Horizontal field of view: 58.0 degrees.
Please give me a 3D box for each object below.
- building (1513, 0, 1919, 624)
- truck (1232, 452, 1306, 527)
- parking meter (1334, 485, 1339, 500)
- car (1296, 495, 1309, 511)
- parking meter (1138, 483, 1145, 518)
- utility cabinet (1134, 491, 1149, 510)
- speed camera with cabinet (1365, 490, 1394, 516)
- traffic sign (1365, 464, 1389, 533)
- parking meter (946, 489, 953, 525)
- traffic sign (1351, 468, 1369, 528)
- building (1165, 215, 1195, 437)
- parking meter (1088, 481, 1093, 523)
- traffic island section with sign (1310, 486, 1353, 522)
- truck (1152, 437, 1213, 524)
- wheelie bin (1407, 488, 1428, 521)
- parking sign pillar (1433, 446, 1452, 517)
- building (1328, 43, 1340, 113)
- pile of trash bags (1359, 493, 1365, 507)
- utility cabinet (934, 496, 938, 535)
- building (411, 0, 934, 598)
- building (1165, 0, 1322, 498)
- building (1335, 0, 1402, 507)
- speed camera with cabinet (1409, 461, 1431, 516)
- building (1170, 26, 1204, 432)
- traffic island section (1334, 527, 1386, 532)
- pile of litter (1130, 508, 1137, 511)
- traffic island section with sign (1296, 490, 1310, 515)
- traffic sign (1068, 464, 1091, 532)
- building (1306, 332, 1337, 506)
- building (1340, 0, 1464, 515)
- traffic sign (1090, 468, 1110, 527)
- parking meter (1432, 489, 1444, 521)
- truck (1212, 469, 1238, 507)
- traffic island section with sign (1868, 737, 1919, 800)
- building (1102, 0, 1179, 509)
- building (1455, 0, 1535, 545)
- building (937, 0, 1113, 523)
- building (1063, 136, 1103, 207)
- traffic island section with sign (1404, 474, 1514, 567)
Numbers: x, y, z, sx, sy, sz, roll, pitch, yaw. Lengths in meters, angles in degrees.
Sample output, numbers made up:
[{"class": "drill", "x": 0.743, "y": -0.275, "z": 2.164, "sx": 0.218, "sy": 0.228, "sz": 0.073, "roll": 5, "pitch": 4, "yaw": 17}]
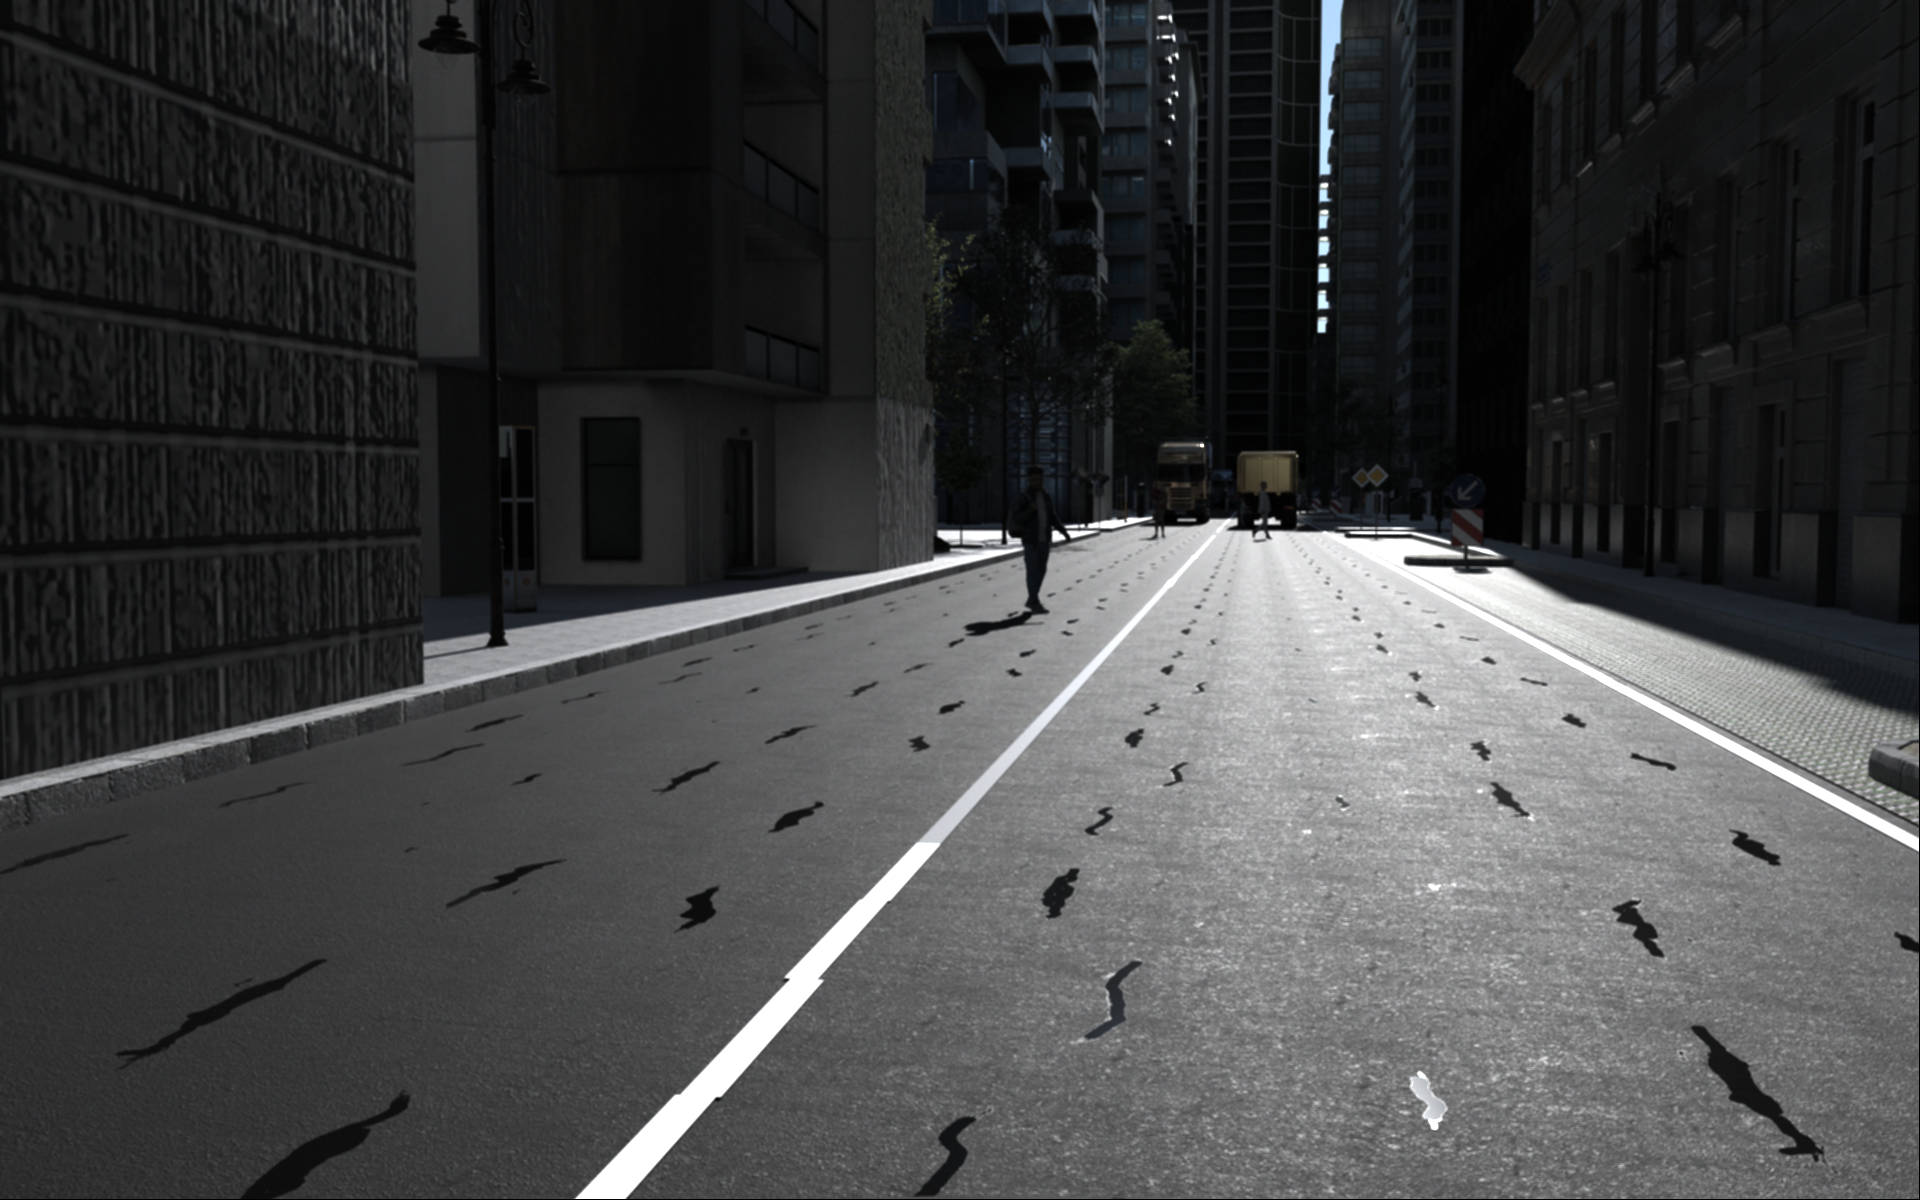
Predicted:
[{"class": "building", "x": 16.840, "y": -14.067, "z": 27.262, "sx": 12.463, "sy": 27.353, "sz": 25.104, "roll": 1, "pitch": 4, "yaw": 10}, {"class": "truck", "x": 13.877, "y": -5.020, "z": 77.996, "sx": 3.469, "sy": 3.379, "sz": 9.791, "roll": 1, "pitch": 4, "yaw": 10}, {"class": "parking meter", "x": 25.112, "y": -6.712, "z": 115.451, "sx": 0.255, "sy": 1.863, "sz": 0.399, "roll": 0, "pitch": 4, "yaw": 5}, {"class": "car", "x": 29.557, "y": -8.525, "z": 151.750, "sx": 2.083, "sy": 1.381, "sz": 4.827, "roll": 0, "pitch": 4, "yaw": 8}, {"class": "parking meter", "x": 9.756, "y": -5.348, "z": 93.155, "sx": 0.255, "sy": 1.863, "sz": 0.399, "roll": 1, "pitch": 4, "yaw": 23}, {"class": "utility cabinet", "x": 14.046, "y": -7.671, "z": 134.092, "sx": 1.173, "sy": 1.500, "sz": 0.318, "roll": -1, "pitch": 4, "yaw": -21}, {"class": "speed camera with cabinet", "x": 24.829, "y": -6.611, "z": 102.426, "sx": 2.038, "sy": 3.252, "sz": 0.660, "roll": -3, "pitch": 4, "yaw": -38}, {"class": "traffic sign", "x": 13.758, "y": -3.275, "z": 57.189, "sx": 0.795, "sy": 2.450, "sz": 0.064, "roll": 1, "pitch": 4, "yaw": 10}, {"class": "parking meter", "x": -0.431, "y": -4.088, "z": 72.543, "sx": 0.255, "sy": 1.863, "sz": 0.399, "roll": 0, "pitch": 4, "yaw": 3}, {"class": "traffic sign", "x": 15.089, "y": -3.757, "z": 65.063, "sx": 0.795, "sy": 2.450, "sz": 0.064, "roll": 1, "pitch": 4, "yaw": 10}, {"class": "building", "x": 16.848, "y": -24.923, "z": 179.195, "sx": 14.160, "sy": 30.474, "sz": 14.107, "roll": 1, "pitch": 4, "yaw": 10}, {"class": "parking meter", "x": 5.689, "y": -4.280, "z": 75.684, "sx": 0.255, "sy": 1.863, "sz": 0.399, "roll": 0, "pitch": 4, "yaw": 1}, {"class": "traffic island section with sign", "x": 19.234, "y": -4.940, "z": 89.389, "sx": 1.989, "sy": 1.847, "sz": 2.006, "roll": 1, "pitch": 4, "yaw": 10}, {"class": "truck", "x": 11.391, "y": -6.038, "z": 87.629, "sx": 2.839, "sy": 4.237, "sz": 11.283, "roll": 1, "pitch": 4, "yaw": 10}, {"class": "wheelie bin", "x": 22.023, "y": -4.621, "z": 83.456, "sx": 0.980, "sy": 1.594, "sz": 0.693, "roll": 1, "pitch": 4, "yaw": 17}, {"class": "parking sign pillar", "x": 27.003, "y": -6.575, "z": 95.968, "sx": 1.447, "sy": 3.967, "sz": 1.447, "roll": 1, "pitch": 4, "yaw": 21}, {"class": "building", "x": 47.129, "y": -33.523, "z": 167.707, "sx": 23.786, "sy": 49.044, "sz": 30.456, "roll": 1, "pitch": 4, "yaw": 10}, {"class": "pile of trash bags", "x": 30.644, "y": -7.690, "z": 135.486, "sx": 3.447, "sy": 1.369, "sz": 1.912, "roll": -3, "pitch": 5, "yaw": -42}, {"class": "utility cabinet", "x": -1.161, "y": -2.342, "z": 49.450, "sx": 1.020, "sy": 1.237, "sz": 0.306, "roll": -1, "pitch": 4, "yaw": -21}, {"class": "building", "x": -8.569, "y": -20.980, "z": 26.621, "sx": 14.154, "sy": 41.232, "sz": 14.086, "roll": 1, "pitch": 4, "yaw": 10}, {"class": "building", "x": 37.386, "y": -48.490, "z": 231.056, "sx": 20.611, "sy": 71.187, "sz": 20.563, "roll": 1, "pitch": 4, "yaw": 10}, {"class": "building", "x": 38.815, "y": -28.251, "z": 145.498, "sx": 14.154, "sy": 41.232, "sz": 14.086, "roll": 1, "pitch": 4, "yaw": 10}, {"class": "speed camera with cabinet", "x": 27.798, "y": -6.652, "z": 103.102, "sx": 2.038, "sy": 3.252, "sz": 0.660, "roll": 2, "pitch": 4, "yaw": 26}, {"class": "building", "x": 14.282, "y": -37.593, "z": 203.892, "sx": 27.495, "sy": 52.752, "sz": 28.713, "roll": 1, "pitch": 4, "yaw": 10}, {"class": "traffic island section", "x": 15.114, "y": -2.621, "z": 65.136, "sx": 2.009, "sy": 0.180, "sz": 2.903, "roll": 1, "pitch": 4, "yaw": 10}, {"class": "pile of litter", "x": 13.429, "y": -7.058, "z": 129.357, "sx": 1.176, "sy": 0.858, "sz": 1.719, "roll": -1, "pitch": 4, "yaw": -21}, {"class": "traffic island section with sign", "x": 23.767, "y": -6.580, "z": 116.208, "sx": 1.989, "sy": 1.847, "sz": 2.006, "roll": 1, "pitch": 4, "yaw": 10}, {"class": "traffic sign", "x": 4.054, "y": -3.376, "z": 58.844, "sx": 0.795, "sy": 2.450, "sz": 0.064, "roll": 1, "pitch": 4, "yaw": 10}, {"class": "building", "x": 54.059, "y": -21.552, "z": 197.421, "sx": 27.650, "sy": 21.520, "sz": 28.899, "roll": 1, "pitch": 4, "yaw": 10}, {"class": "building", "x": 41.721, "y": -25.742, "z": 112.767, "sx": 32.217, "sy": 40.220, "sz": 23.993, "roll": 1, "pitch": 4, "yaw": 10}, {"class": "traffic sign", "x": 5.385, "y": -3.858, "z": 66.718, "sx": 0.795, "sy": 2.450, "sz": 0.064, "roll": 1, "pitch": 4, "yaw": 10}, {"class": "parking meter", "x": 22.985, "y": -4.563, "z": 83.018, "sx": 0.372, "sy": 1.533, "sz": 0.369, "roll": 0, "pitch": 3, "yaw": 0}, {"class": "truck", "x": 29.968, "y": -12.555, "z": 195.033, "sx": 2.967, "sy": 4.110, "sz": 18.799, "roll": 1, "pitch": 4, "yaw": 11}, {"class": "traffic island section with sign", "x": 5.487, "y": 0.033, "z": 8.091, "sx": 1.989, "sy": 1.847, "sz": 2.006, "roll": 1, "pitch": 4, "yaw": 10}, {"class": "building", "x": 8.254, "y": -32.900, "z": 157.521, "sx": 23.786, "sy": 49.044, "sz": 30.456, "roll": 1, "pitch": 4, "yaw": 10}, {"class": "building", "x": 20.999, "y": -13.318, "z": 47.422, "sx": 12.332, "sy": 23.373, "sz": 15.834, "roll": 1, "pitch": 4, "yaw": 10}, {"class": "building", "x": -2.567, "y": -47.585, "z": 90.681, "sx": 22.319, "sy": 86.520, "sz": 31.000, "roll": 1, "pitch": 4, "yaw": 10}, {"class": "building", "x": 2.484, "y": -21.454, "z": 122.469, "sx": 14.160, "sy": 30.474, "sz": 14.107, "roll": 1, "pitch": 4, "yaw": 10}, {"class": "traffic island section with sign", "x": 10.028, "y": -1.610, "z": 34.952, "sx": 1.989, "sy": 1.847, "sz": 2.006, "roll": 1, "pitch": 4, "yaw": 10}]
